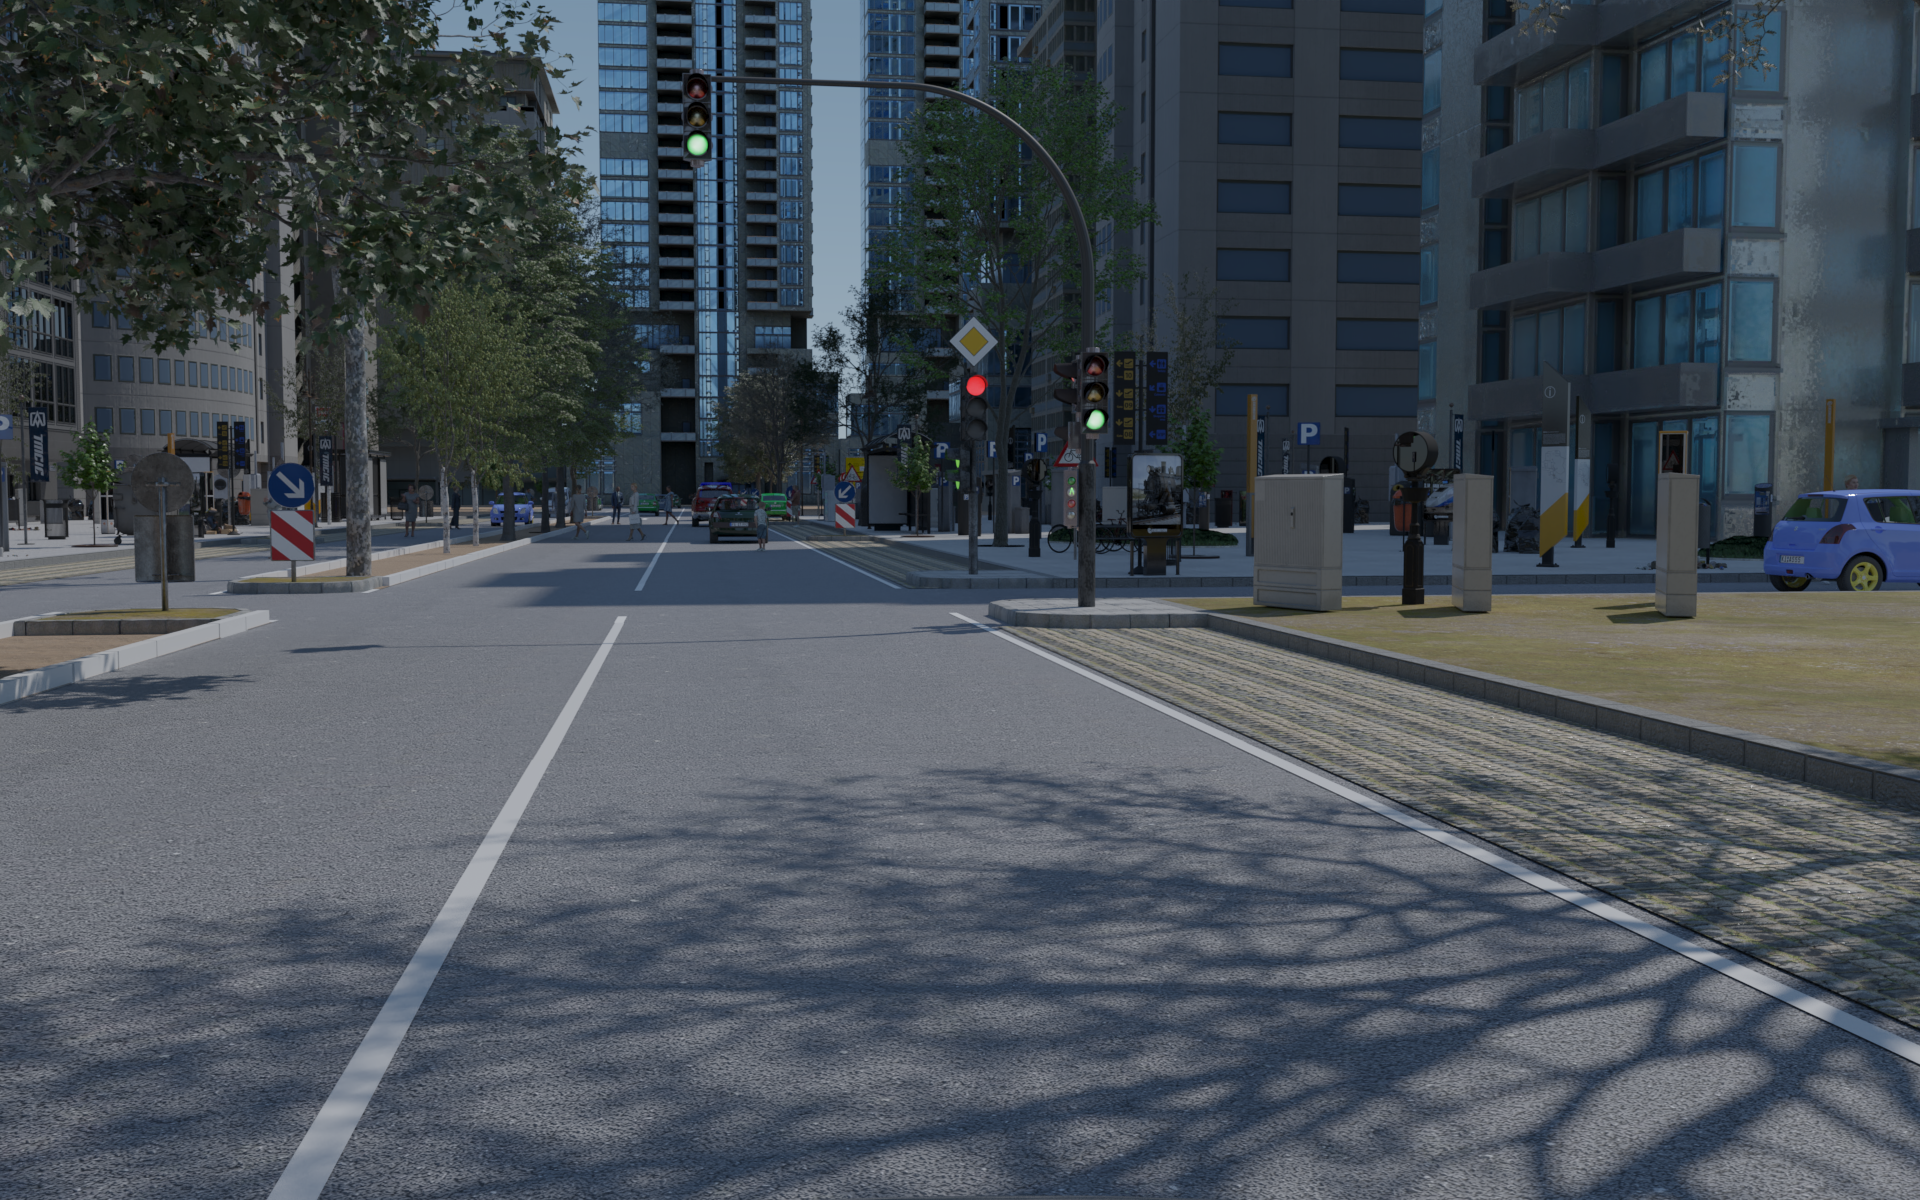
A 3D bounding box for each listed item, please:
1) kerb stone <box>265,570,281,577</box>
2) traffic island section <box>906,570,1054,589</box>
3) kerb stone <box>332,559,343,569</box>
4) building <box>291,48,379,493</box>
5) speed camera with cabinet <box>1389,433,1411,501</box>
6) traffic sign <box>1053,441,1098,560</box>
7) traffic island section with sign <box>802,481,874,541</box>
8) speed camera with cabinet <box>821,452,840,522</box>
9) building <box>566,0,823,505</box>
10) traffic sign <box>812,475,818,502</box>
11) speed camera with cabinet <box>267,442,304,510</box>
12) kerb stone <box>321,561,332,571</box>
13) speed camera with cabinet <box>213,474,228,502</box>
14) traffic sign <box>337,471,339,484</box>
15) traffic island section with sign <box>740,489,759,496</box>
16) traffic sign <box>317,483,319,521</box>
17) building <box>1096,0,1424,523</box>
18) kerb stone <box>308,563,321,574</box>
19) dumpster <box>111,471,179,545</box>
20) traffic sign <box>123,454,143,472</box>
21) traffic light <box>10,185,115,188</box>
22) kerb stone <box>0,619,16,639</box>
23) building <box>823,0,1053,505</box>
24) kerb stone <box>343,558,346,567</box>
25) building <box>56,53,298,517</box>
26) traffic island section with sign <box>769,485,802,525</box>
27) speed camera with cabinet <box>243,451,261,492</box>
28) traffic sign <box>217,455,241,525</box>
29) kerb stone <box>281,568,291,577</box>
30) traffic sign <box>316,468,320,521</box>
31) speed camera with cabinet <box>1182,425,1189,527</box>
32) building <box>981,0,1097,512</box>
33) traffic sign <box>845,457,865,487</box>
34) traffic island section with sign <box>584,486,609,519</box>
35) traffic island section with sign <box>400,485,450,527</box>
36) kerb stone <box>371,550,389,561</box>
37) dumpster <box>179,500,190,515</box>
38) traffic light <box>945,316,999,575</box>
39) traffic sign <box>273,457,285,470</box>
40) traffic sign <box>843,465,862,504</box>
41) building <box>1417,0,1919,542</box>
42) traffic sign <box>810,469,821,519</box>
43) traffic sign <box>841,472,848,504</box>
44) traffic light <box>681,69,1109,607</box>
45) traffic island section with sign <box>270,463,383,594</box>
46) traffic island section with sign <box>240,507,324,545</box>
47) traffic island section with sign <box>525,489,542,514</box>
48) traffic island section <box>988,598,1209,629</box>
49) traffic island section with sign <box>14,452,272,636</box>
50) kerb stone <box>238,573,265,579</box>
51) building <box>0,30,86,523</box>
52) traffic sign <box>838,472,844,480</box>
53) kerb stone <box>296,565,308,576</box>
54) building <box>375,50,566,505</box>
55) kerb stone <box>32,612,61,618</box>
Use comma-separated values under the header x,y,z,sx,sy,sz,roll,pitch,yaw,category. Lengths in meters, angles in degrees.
x,y,z,sx,sy,sz,roll,pitch,yaw,category
-11.202,-0.354,27.982,0.120,0.150,1.000,-1,4,-9,kerb stone
0.234,-0.328,27.648,2.009,0.180,2.903,-1,4,-9,traffic island section
-11.979,-0.659,33.039,0.120,0.150,1.000,-1,4,-9,kerb stone
-62.124,-31.927,145.705,21.600,48.544,21.300,-1,4,-9,building
14.603,-3.770,55.969,0.660,3.252,2.038,-1,4,-14,speed camera with cabinet
2.249,-2.062,33.724,0.884,2.594,0.081,0,4,-4,traffic sign
-3.707,-2.725,53.174,1.989,1.847,2.006,-1,4,-9,traffic island section with sign
-6.017,-5.278,80.635,0.660,3.252,2.038,-1,4,-12,speed camera with cabinet
-30.878,-54.680,206.684,31.000,86.520,22.319,-1,4,-9,building
-8.397,-6.264,102.524,0.768,2.556,0.104,0,4,-5,traffic sign
-26.068,-4.442,66.963,0.660,3.252,2.038,0,4,2,speed camera with cabinet
-11.828,-0.601,32.028,0.120,0.150,1.000,-1,4,-9,kerb stone
-35.813,-5.368,82.098,2.038,3.252,0.660,-2,4,-25,speed camera with cabinet
-33.226,-5.689,93.115,0.768,2.556,0.104,0,3,0,traffic sign
-15.308,-7.314,128.214,1.989,1.847,2.006,-1,4,-9,traffic island section with sign
-31.067,-5.117,83.770,0.768,2.556,0.104,0,4,-2,traffic sign
17.907,-33.584,91.091,21.231,58.520,28.212,-1,4,-9,building
-11.665,-0.539,31.014,0.120,0.150,1.000,-1,4,-9,kerb stone
-20.906,-2.368,44.479,1.264,1.857,1.865,-1,4,-9,dumpster
-26.369,-3.380,55.366,0.768,2.556,0.104,0,4,-2,traffic sign
-13.872,-3.102,25.383,4.771,5.953,1.251,-1,4,-9,traffic light
-9.545,0.297,17.334,0.120,0.150,1.000,-1,4,-9,kerb stone
-0.169,-54.940,210.942,31.000,86.520,22.319,-1,4,-9,building
-12.133,-0.725,34.050,0.120,0.150,1.000,-1,4,-9,kerb stone
-56.088,-34.629,108.191,21.231,58.520,28.212,-1,4,-9,building
-7.882,-4.373,80.130,1.989,1.847,2.006,-1,4,-9,traffic island section with sign
-32.298,-5.227,79.796,0.660,3.252,2.038,0,4,3,speed camera with cabinet
-24.004,-3.472,56.872,0.768,2.556,0.104,0,4,-6,traffic sign
-11.359,-0.412,28.992,0.120,0.150,1.000,-1,4,-9,kerb stone
-30.545,-5.022,82.208,0.768,2.556,0.104,0,4,-1,traffic sign
6.224,-3.439,50.556,0.660,3.252,2.038,0,4,-3,speed camera with cabinet
18.375,-26.511,125.328,32.217,40.220,23.993,-1,4,-9,building
-5.119,-6.134,94.157,2.265,3.308,0.079,0,4,-6,traffic sign
-21.272,-5.620,100.022,2.006,1.907,1.989,-1,4,-9,traffic island section with sign
-23.601,-4.154,76.553,1.989,1.847,2.006,-1,4,-9,traffic island section with sign
-12.759,-0.971,38.106,0.120,0.150,1.000,-1,4,-9,kerb stone
-24.056,-3.055,52.441,1.502,2.255,1.985,-1,4,-9,dumpster
0.192,-2.361,27.528,0.839,4.253,0.868,-1,4,-9,traffic light
-23.762,-3.710,60.666,0.884,2.594,0.081,0,4,-8,traffic sign
-4.758,-4.675,76.442,0.884,2.594,0.081,0,4,-8,traffic sign
31.113,-26.653,55.381,30.456,49.044,23.786,-1,4,-9,building
-7.294,-5.478,89.561,0.884,2.594,0.081,0,4,-8,traffic sign
-6.232,-5.882,96.270,0.768,2.556,0.104,0,4,-2,traffic sign
-0.642,-2.722,19.178,4.771,5.953,1.251,-1,4,-9,traffic light
-9.786,-1.078,25.763,2.006,1.907,1.989,-1,4,-9,traffic island section with sign
-19.475,-2.525,49.915,1.989,1.847,2.006,-1,4,-9,traffic island section with sign
-31.196,-7.165,125.777,1.989,1.847,2.006,-1,4,-9,traffic island section with sign
1.453,0.154,19.756,2.009,0.180,2.903,-1,4,-9,traffic island section
-8.664,-0.630,18.441,2.006,1.907,1.989,-1,4,-9,traffic island section with sign
-11.047,-0.292,26.971,0.120,0.150,1.000,-1,4,-9,kerb stone
-46.424,-16.840,68.841,14.314,27.812,24.014,-1,4,-9,building
-6.712,-6.165,100.903,0.768,2.556,0.104,0,4,-7,traffic sign
-11.515,-0.477,30.002,0.120,0.150,1.000,-1,4,-9,kerb stone
-60.274,-37.750,206.444,27.495,52.752,28.713,-1,4,-9,building
-9.711,0.236,18.343,0.120,0.150,1.000,-1,4,-9,kerb stone
